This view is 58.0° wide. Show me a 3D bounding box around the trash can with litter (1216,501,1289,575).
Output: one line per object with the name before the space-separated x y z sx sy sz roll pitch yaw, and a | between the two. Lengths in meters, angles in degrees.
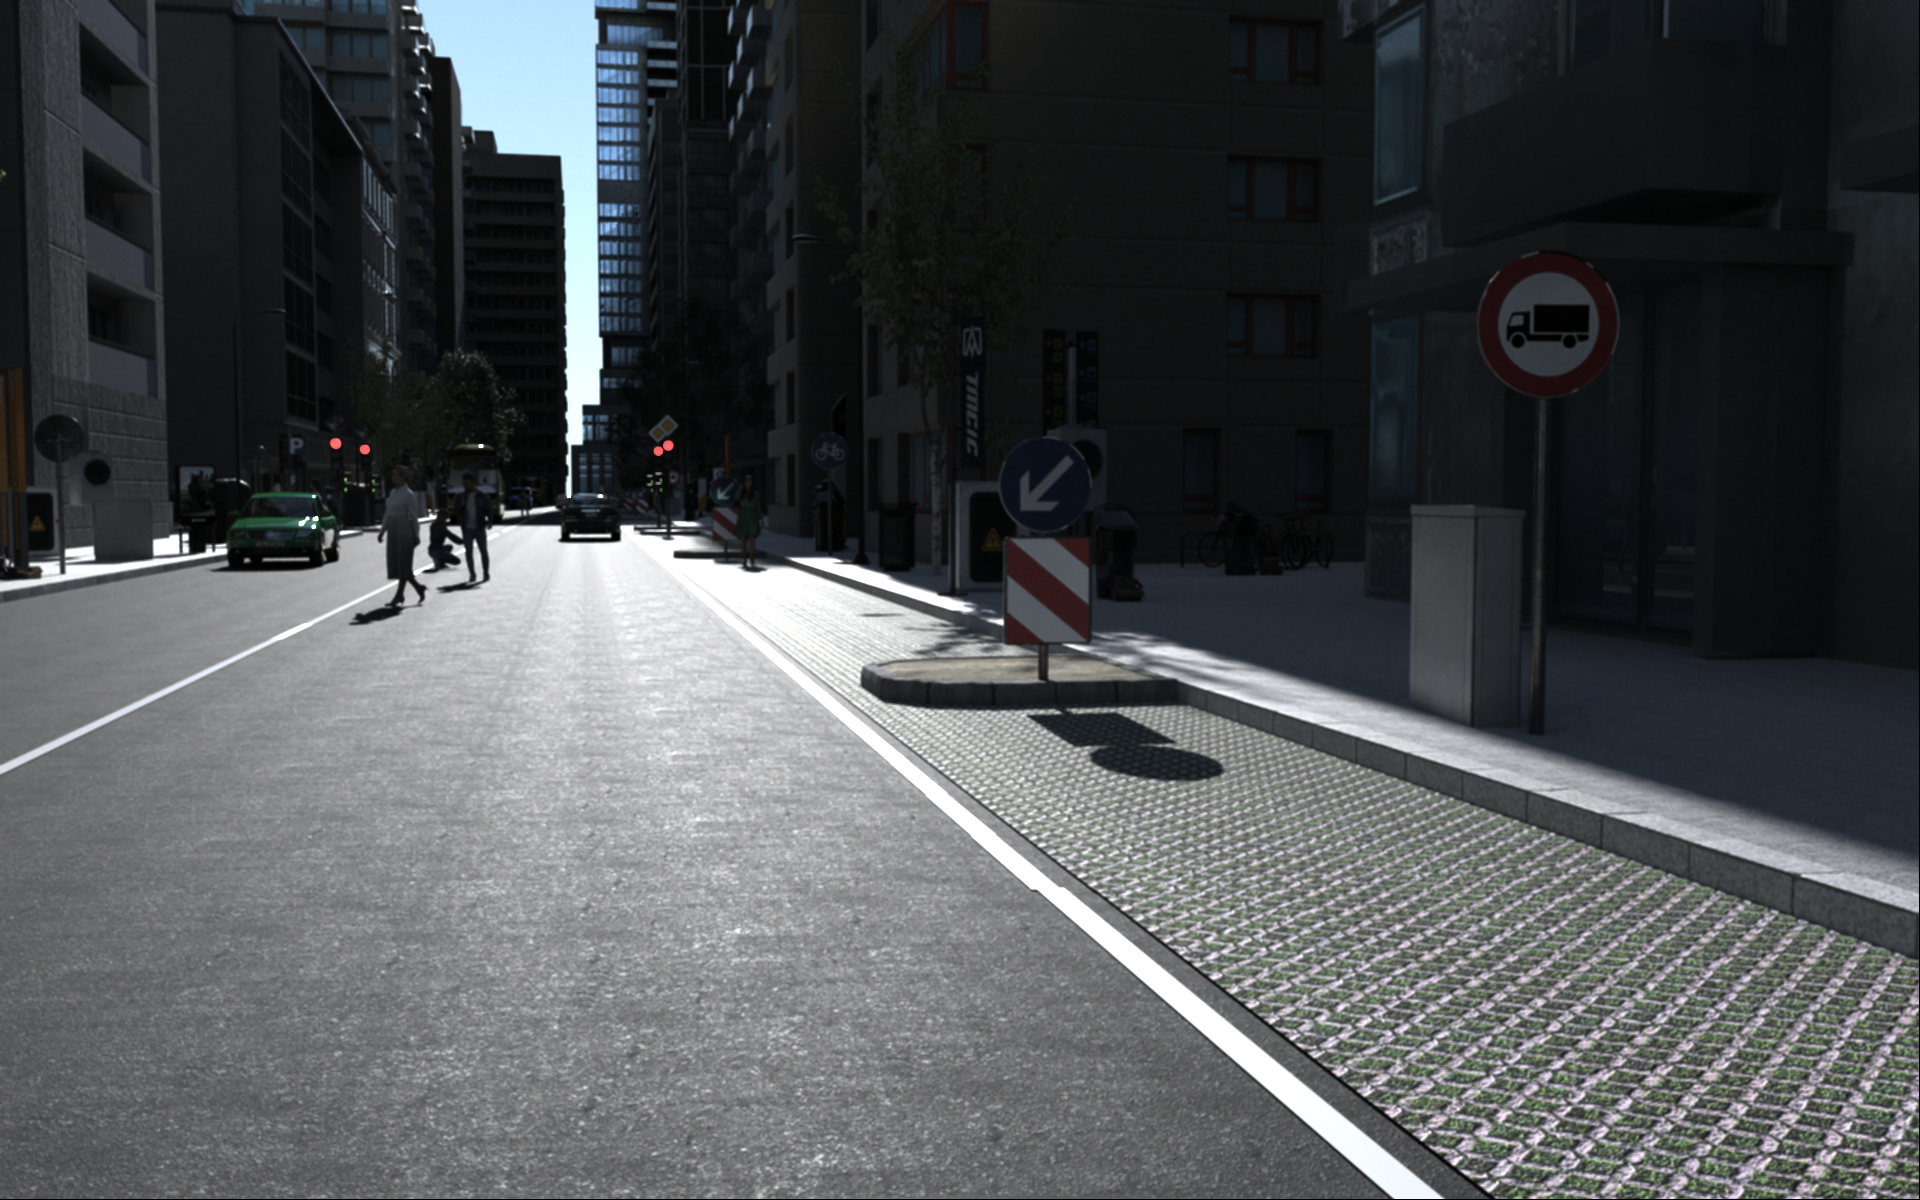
trash can with litter | 4.651 -0.986 27.515 1.055 1.170 0.624 -1 4 -12

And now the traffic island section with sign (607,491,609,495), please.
traffic island section with sign | -33.668 -9.768 168.331 1.989 1.847 2.006 -1 4 -12

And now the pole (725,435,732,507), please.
pole | -7.953 -4.013 59.462 0.158 3.312 0.155 0 3 0

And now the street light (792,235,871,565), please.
street light | -2.329 -3.597 31.356 1.470 5.913 1.316 -1 4 -12

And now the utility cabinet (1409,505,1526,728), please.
utility cabinet | 2.913 0.072 9.992 0.306 1.237 1.020 0 4 -5

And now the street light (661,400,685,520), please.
street light | -13.868 -6.831 84.230 1.470 5.913 1.316 -1 4 -12

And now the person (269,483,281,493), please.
person | -23.784 -3.152 60.226 0.537 1.800 0.526 -1 4 -15

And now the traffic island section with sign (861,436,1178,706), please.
traffic island section with sign | 0.324 -0.244 12.617 1.989 1.847 2.006 -1 4 -12

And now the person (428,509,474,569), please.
person | -10.000 -1.199 33.598 0.738 1.151 1.012 -3 5 -41

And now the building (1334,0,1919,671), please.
building | 17.036 -23.849 9.536 23.786 49.044 30.456 -1 4 -12

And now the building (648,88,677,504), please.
building | -25.630 -35.595 205.680 21.300 48.544 21.600 -1 4 -12

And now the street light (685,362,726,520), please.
street light | -8.851 -5.427 61.266 1.470 5.913 1.316 -1 4 -12

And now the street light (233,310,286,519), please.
street light | -17.658 -4.350 43.662 1.470 5.913 1.316 -1 4 -12

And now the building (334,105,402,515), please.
building | -42.451 -19.012 108.110 12.463 27.353 25.104 -1 4 -12

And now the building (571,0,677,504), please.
building | -37.938 -56.579 237.729 31.000 86.520 22.319 -1 4 -12

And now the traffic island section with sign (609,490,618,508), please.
traffic island section with sign | -23.036 -6.791 119.657 1.989 1.847 2.006 -1 4 -12

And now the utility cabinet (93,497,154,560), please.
utility cabinet | -16.345 -1.388 33.858 1.020 1.237 0.306 -1 4 -21

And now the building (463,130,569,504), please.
building | -64.199 -37.304 233.619 21.600 48.544 21.300 -1 4 -12

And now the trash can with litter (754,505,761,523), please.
trash can with litter | -8.819 -3.735 72.460 1.055 1.170 0.624 3 5 39

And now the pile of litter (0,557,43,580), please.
pile of litter | -14.700 -0.767 26.506 1.176 0.858 1.719 -2 4 -32

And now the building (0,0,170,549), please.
building | -35.803 -30.547 41.445 28.212 58.520 21.231 -1 4 -12

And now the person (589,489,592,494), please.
person | -29.682 -8.016 139.576 0.388 1.821 0.555 0 4 -4

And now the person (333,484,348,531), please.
person | -23.150 -3.404 64.252 0.767 1.812 0.694 0 4 3

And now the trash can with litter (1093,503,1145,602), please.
trash can with litter | 2.003 -0.592 21.070 0.624 1.170 1.055 -1 4 -12

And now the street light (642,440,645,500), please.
street light | -20.252 -8.621 113.501 1.470 5.913 1.316 -1 4 -12

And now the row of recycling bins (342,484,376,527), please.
row of recycling bins | -24.006 -3.805 69.318 1.069 1.692 3.534 -1 4 -11

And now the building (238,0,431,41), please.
building | -57.875 -32.478 150.620 23.786 49.044 30.456 -1 4 -12

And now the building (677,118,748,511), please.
building | -14.923 -22.389 137.766 14.160 30.474 14.107 -1 4 -12

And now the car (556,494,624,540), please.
car | -11.748 -2.648 55.086 2.131 1.459 4.920 -1 4 -12

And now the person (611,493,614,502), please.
person | -27.148 -7.594 135.257 0.503 1.515 0.523 2 4 32

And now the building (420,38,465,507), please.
building | -57.355 -32.021 173.656 14.600 45.320 14.200 -1 4 -12

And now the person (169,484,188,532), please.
person | -28.242 -3.333 63.217 1.509 1.804 0.699 0 4 -7

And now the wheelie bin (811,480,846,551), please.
wheelie bin | -2.962 -1.896 38.916 0.693 1.594 0.980 -1 4 -19

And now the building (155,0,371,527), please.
building | -36.990 -16.033 81.203 14.314 24.678 30.058 -1 4 -12

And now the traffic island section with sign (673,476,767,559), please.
traffic island section with sign | -5.454 -1.864 39.099 1.989 1.847 2.006 -1 4 -12

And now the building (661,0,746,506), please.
building | -18.981 -44.731 169.603 20.563 71.187 20.611 -1 4 -12

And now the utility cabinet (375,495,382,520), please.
utility cabinet | -28.464 -4.557 85.675 1.020 1.237 0.306 -2 4 -34

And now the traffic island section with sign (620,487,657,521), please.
traffic island section with sign | -17.200 -5.157 92.947 1.989 1.847 2.006 -1 4 -12

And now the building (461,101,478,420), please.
building | -70.343 -35.174 194.709 30.456 49.044 23.786 -1 4 -12

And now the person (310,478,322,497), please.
person | -16.204 -2.136 43.428 0.388 1.821 0.555 -2 4 -33

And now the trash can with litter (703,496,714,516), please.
trash can with litter | -14.358 -5.435 99.920 1.678 1.210 2.233 -2 4 -29

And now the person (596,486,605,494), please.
person | -15.659 -4.091 75.573 0.537 1.800 0.526 1 4 13

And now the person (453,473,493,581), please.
person | -8.004 -1.202 28.494 0.623 1.781 0.721 -1 4 -19

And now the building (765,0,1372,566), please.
building | 10.040 -12.373 47.344 27.650 21.520 28.899 -1 4 -12

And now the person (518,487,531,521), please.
person | -23.022 -5.061 91.582 0.599 1.781 0.374 1 4 21

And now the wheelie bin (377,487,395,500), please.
wheelie bin | -26.323 -4.395 79.765 0.980 1.594 0.693 -1 4 -14

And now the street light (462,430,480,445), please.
street light | -35.454 -9.349 125.399 1.470 5.913 1.316 -1 4 -12

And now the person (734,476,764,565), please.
person | -4.231 -1.585 34.666 0.600 1.795 0.529 -1 4 -15

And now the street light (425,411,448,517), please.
street light | -29.156 -7.573 96.367 1.470 5.913 1.316 -1 4 -12

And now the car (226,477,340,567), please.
car | -13.810 -1.630 35.443 1.959 1.807 4.718 -1 4 -14

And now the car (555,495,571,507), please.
car | -40.336 -10.060 176.848 2.083 1.381 4.827 -1 4 -14

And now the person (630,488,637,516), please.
person | -20.858 -6.240 110.747 0.641 1.798 0.478 3 4 36

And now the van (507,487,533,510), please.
van | -39.771 -9.320 156.773 2.240 2.365 5.245 -1 4 -12

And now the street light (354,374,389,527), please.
street light | -22.735 -5.772 66.921 1.470 5.913 1.316 -1 4 -12

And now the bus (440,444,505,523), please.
bus | -24.791 -5.950 88.837 2.896 3.916 12.252 -1 4 -13

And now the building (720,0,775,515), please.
building | -2.695 -29.928 108.924 23.786 49.044 30.456 -1 4 -12

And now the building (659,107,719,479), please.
building | -25.332 -30.835 187.741 14.154 41.232 14.086 -1 4 -12

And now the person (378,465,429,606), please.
person | -7.158 -0.832 22.334 0.641 1.798 0.478 -3 5 -43

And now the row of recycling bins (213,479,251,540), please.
row of recycling bins | -20.552 -2.533 48.522 1.069 1.692 3.534 -2 4 -29
